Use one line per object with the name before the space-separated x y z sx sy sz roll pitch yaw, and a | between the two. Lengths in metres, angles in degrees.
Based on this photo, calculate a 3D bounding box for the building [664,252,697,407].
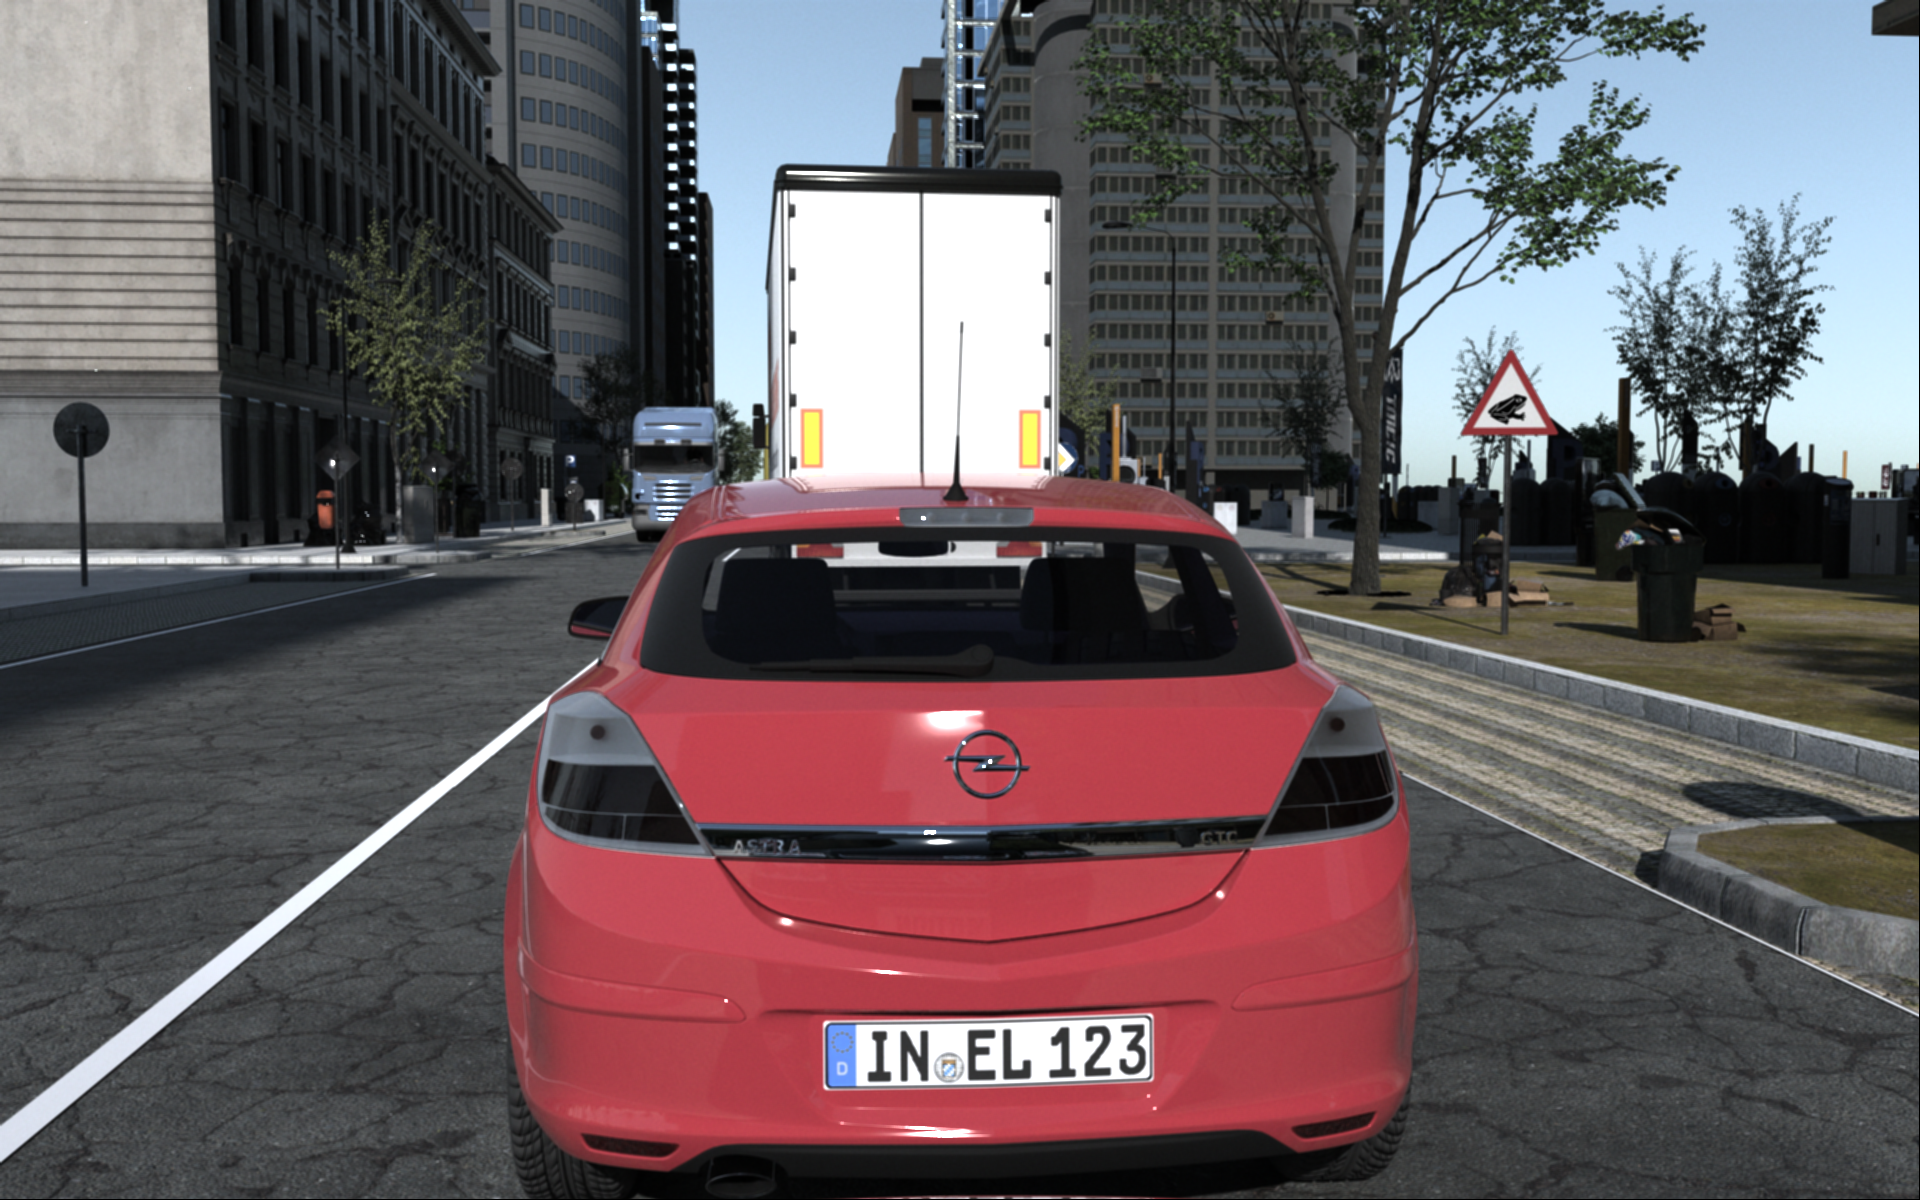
building | -38.583 -26.456 204.251 14.160 30.474 14.107 0 4 -5

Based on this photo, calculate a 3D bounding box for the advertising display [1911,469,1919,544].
advertising display | 24.479 -2.374 44.025 0.974 1.923 0.123 2 4 33

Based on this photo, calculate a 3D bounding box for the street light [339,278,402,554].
street light | -12.713 -3.966 37.385 1.470 5.913 1.316 0 4 -5

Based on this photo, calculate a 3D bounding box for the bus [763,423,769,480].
bus | -5.023 -3.961 56.315 2.896 3.916 12.252 0 4 -6

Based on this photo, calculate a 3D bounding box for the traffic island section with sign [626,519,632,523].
traffic island section with sign | -15.735 -4.803 87.161 1.989 1.847 2.006 0 4 -5

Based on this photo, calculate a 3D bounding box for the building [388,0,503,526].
building | -24.951 -14.573 67.144 11.050 23.489 19.941 0 4 -5

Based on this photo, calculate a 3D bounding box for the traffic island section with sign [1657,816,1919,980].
traffic island section with sign | 3.532 0.171 5.832 1.989 1.847 2.006 0 4 -5

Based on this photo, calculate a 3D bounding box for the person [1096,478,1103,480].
person | 2.818 -1.567 34.663 0.362 1.759 0.519 0 4 -4

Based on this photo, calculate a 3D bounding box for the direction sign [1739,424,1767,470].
direction sign | 25.686 -3.926 56.183 0.379 3.537 0.876 -3 4 -36

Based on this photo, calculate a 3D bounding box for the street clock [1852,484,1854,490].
street clock | 59.551 -6.812 115.949 0.358 2.002 0.471 -1 4 -11

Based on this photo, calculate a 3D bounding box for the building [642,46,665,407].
building | -36.690 -31.826 170.458 14.600 45.320 14.200 0 4 -5

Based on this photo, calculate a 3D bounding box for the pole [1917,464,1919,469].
pole | 64.031 -7.459 115.799 0.158 3.312 0.155 0 3 0

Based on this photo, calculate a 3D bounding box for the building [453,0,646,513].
building | -34.728 -35.620 124.379 21.231 58.520 28.212 0 4 -5

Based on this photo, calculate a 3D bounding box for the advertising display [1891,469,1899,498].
advertising display | 24.648 -2.462 45.466 0.123 1.923 0.974 3 5 43

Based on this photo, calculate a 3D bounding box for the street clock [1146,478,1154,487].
street clock | 8.672 -4.528 78.599 0.471 2.002 0.358 -2 4 -31

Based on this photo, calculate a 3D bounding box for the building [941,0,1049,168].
building | 7.050 -51.596 156.260 22.319 86.520 31.000 0 4 -5

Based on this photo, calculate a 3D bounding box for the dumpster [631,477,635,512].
dumpster | -18.720 -5.779 96.988 1.502 2.255 1.985 0 4 -5

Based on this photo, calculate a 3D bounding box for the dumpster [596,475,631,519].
dumpster | -18.064 -5.347 89.921 1.502 2.255 1.985 0 4 -5

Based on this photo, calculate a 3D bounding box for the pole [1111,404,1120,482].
pole | 3.531 -2.783 39.346 0.158 3.312 0.155 0 3 0

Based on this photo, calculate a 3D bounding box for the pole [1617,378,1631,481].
pole | 11.693 -2.245 30.553 0.158 3.312 0.155 0 3 0

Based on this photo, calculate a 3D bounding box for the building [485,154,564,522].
building | -26.778 -13.675 88.210 10.561 19.102 19.286 0 4 -5

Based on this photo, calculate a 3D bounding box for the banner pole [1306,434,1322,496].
banner pole | 14.694 -5.031 72.268 0.863 3.779 0.401 2 4 24

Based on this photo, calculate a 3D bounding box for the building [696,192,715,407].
building | -42.767 -36.660 249.507 14.600 45.320 14.200 0 4 -5

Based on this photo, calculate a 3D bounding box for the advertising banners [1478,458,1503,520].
advertising banners | 25.570 -5.292 82.707 0.090 3.025 2.074 -3 4 -37

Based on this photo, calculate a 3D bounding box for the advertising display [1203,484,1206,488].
advertising display | 15.198 -6.303 108.273 0.123 1.923 0.974 0 4 -7

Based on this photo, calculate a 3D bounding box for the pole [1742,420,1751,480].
pole | 21.548 -3.280 47.467 0.158 3.312 0.155 0 3 0

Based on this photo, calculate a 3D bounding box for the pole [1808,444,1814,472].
pole | 34.846 -4.717 70.967 0.158 3.312 0.155 0 3 0

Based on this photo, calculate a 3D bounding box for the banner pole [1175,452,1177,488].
banner pole | 11.319 -6.198 91.349 0.401 3.779 0.863 -1 4 -10

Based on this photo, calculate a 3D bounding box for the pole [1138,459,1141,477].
pole | 10.346 -6.510 100.285 0.158 3.312 0.155 0 3 0

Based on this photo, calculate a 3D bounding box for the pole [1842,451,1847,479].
pole | 41.853 -5.391 81.991 0.158 3.312 0.155 0 3 0

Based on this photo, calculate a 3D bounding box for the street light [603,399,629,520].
street light | -16.933 -6.878 85.002 1.470 5.913 1.316 0 4 -5

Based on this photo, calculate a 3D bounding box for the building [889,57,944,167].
building | 0.612 -32.388 179.647 14.600 45.320 14.200 0 4 -5

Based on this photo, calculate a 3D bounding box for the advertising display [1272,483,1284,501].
advertising display | 19.035 -6.020 103.643 0.123 1.923 0.974 -2 4 -28

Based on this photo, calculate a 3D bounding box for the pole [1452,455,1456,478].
pole | 26.100 -5.977 91.562 0.158 3.312 0.155 0 3 0

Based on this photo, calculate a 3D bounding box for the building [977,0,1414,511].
building | 14.694 -26.845 130.795 32.217 40.220 23.993 0 4 -5

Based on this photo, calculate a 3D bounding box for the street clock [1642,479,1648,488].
street clock | 33.360 -4.877 84.316 0.358 2.002 0.471 2 4 32

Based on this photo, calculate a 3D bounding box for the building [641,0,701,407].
building | -44.120 -55.830 225.484 22.319 86.520 31.000 0 4 -5

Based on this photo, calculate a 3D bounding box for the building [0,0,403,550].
building | -22.548 -12.170 48.123 9.793 20.994 18.267 0 4 -5

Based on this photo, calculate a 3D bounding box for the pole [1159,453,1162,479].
pole | 10.019 -5.678 86.681 0.158 3.312 0.155 0 3 0

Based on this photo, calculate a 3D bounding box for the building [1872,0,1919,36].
building | 25.038 -25.612 8.003 28.713 52.752 27.495 0 4 -5

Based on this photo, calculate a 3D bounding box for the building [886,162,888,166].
building | 0.334 -37.546 233.482 23.786 49.044 30.456 0 4 -5

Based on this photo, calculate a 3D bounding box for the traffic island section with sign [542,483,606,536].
traffic island section with sign | -13.323 -3.134 59.868 1.989 1.847 2.006 0 4 -5

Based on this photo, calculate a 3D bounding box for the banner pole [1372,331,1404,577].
banner pole | 6.496 -2.234 26.535 0.401 3.779 0.863 -2 4 -25

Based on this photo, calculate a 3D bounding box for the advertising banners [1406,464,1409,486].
advertising banners | 25.733 -6.363 100.219 0.090 3.025 2.074 2 4 26

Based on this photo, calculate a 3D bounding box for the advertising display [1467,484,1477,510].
advertising display | 31.163 -6.168 106.061 0.974 1.923 0.123 1 4 11

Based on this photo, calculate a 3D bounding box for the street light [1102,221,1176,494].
street light | 3.111 -3.494 29.669 1.470 5.913 1.316 0 4 -5

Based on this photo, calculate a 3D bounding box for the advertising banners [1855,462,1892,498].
advertising banners | 54.955 -6.611 104.275 0.090 3.025 2.074 -2 4 -34
